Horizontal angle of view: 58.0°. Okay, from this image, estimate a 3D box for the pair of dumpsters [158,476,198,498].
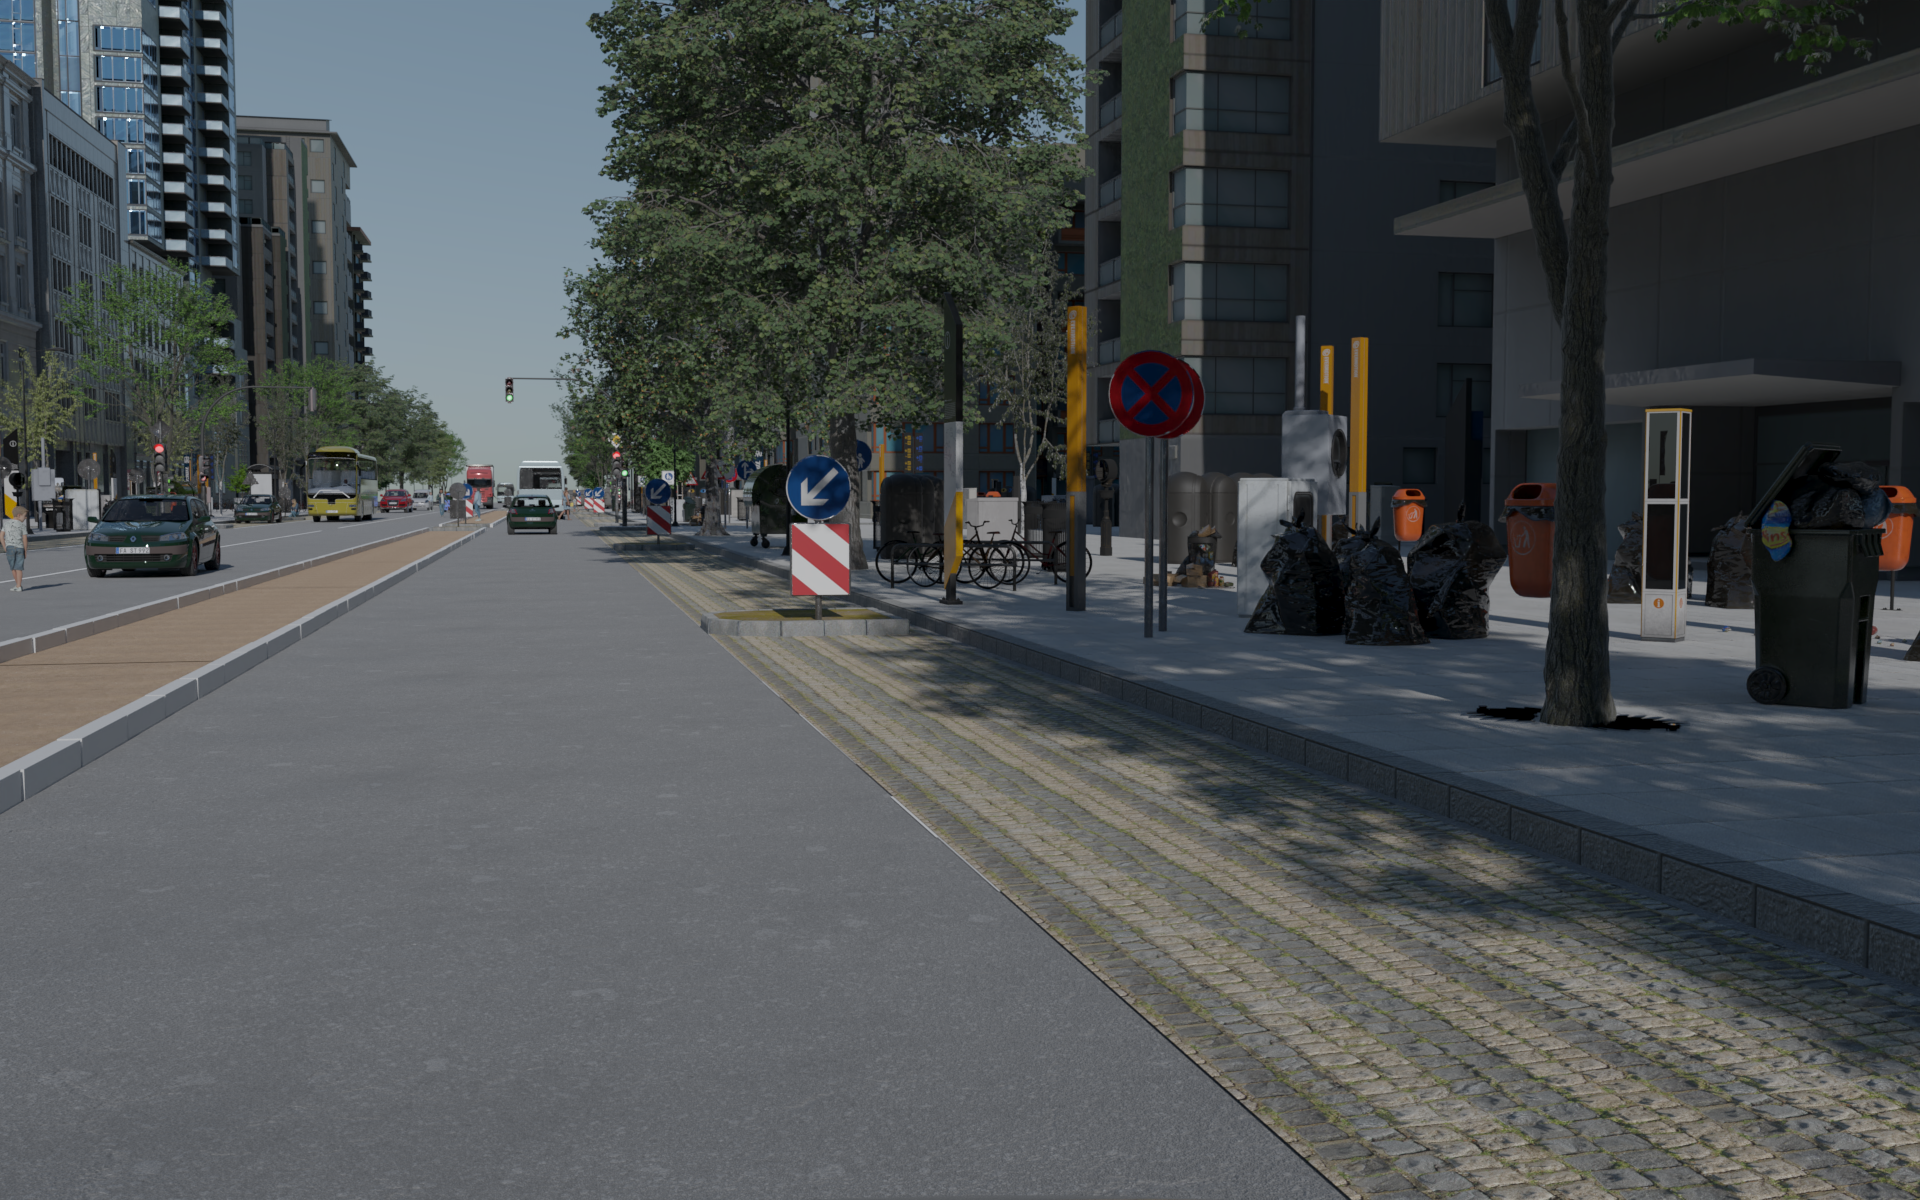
[{"bbox_3d":[-40.959,-5.396,90.713,1.574,2.255,4.437,-1,4,-13],"label":"pair of dumpsters"}]

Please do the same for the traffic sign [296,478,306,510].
[{"bbox_3d":[-53.619,-8.610,140.881,0.768,2.556,0.104,0,4,-4],"label":"traffic sign"}]

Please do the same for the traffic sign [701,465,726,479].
[{"bbox_3d":[-8.814,-3.785,61.881,0.884,2.594,0.081,0,4,-6],"label":"traffic sign"}]

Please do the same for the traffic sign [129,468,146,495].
[{"bbox_3d":[-39.552,-5.088,83.289,0.768,2.556,0.104,0,4,-7],"label":"traffic sign"}]

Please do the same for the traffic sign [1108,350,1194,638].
[{"bbox_3d":[1.688,-0.937,15.423,0.768,2.556,0.104,0,4,-6],"label":"traffic sign"}]

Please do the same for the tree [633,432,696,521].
[{"bbox_3d":[-14.131,-6.064,82.867,4.285,4.588,4.351,0,3,0],"label":"tree"}]

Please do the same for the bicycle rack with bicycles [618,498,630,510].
[{"bbox_3d":[-27.311,-7.865,141.980,2.852,0.926,2.925,-2,4,-26],"label":"bicycle rack with bicycles"}]

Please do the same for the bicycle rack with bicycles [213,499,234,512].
[{"bbox_3d":[-59.154,-7.630,138.140,2.852,0.926,2.925,1,4,15],"label":"bicycle rack with bicycles"}]

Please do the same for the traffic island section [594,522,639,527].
[{"bbox_3d":[-15.105,-3.310,76.393,2.009,0.180,2.903,-1,4,-13],"label":"traffic island section"}]

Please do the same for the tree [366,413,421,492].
[{"bbox_3d":[-61.990,-15.483,187.562,8.767,10.594,7.601,1,4,19],"label":"tree"}]

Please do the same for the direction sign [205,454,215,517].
[{"bbox_3d":[-42.412,-6.481,97.966,0.876,3.537,0.379,3,5,40],"label":"direction sign"}]

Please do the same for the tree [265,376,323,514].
[{"bbox_3d":[-42.385,-9.681,108.653,4.360,8.622,3.978,0,3,0],"label":"tree"}]

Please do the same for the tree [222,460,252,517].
[{"bbox_3d":[-40.433,-6.301,97.617,1.663,3.219,1.824,0,3,0],"label":"tree"}]

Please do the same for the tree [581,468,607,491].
[{"bbox_3d":[-45.047,-14.082,213.956,4.285,4.588,4.351,0,3,0],"label":"tree"}]

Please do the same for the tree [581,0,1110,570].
[{"bbox_3d":[-1.918,-7.488,29.082,9.857,13.997,8.962,0,3,0],"label":"tree"}]

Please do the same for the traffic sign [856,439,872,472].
[{"bbox_3d":[-2.431,-2.460,40.332,0.768,2.556,0.104,-1,4,-12],"label":"traffic sign"}]

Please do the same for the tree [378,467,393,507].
[{"bbox_3d":[-59.233,-11.728,175.464,4.285,4.588,4.351,0,3,0],"label":"tree"}]

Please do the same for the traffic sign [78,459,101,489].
[{"bbox_3d":[-31.298,-3.802,62.264,0.768,2.556,0.104,-1,4,-11],"label":"traffic sign"}]

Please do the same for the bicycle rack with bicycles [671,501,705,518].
[{"bbox_3d":[-13.945,-4.703,90.275,2.925,0.926,2.852,-2,4,-26],"label":"bicycle rack with bicycles"}]

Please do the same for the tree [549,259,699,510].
[{"bbox_3d":[-26.129,-17.241,137.772,12.611,20.169,13.585,0,3,0],"label":"tree"}]

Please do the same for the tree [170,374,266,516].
[{"bbox_3d":[-43.660,-9.269,101.906,4.360,8.622,3.978,0,3,0],"label":"tree"}]

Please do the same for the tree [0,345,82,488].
[{"bbox_3d":[-45.056,-8.216,84.687,4.737,8.622,4.395,0,3,0],"label":"tree"}]

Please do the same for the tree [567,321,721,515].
[{"bbox_3d":[-16.028,-9.635,91.941,8.767,10.594,7.601,1,4,11],"label":"tree"}]

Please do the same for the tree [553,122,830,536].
[{"bbox_3d":[-7.787,-8.342,53.399,9.611,12.733,9.660,0,3,0],"label":"tree"}]

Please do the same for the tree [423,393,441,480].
[{"bbox_3d":[-65.482,-18.089,202.408,9.857,13.997,8.962,0,3,0],"label":"tree"}]

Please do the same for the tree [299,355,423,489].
[{"bbox_3d":[-55.015,-15.377,158.072,9.857,13.997,8.962,0,3,0],"label":"tree"}]

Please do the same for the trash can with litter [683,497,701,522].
[{"bbox_3d":[-12.094,-4.106,78.521,0.624,1.170,1.055,-3,5,-45],"label":"trash can with litter"}]

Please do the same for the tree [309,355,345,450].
[{"bbox_3d":[-48.501,-12.447,129.260,9.928,11.665,9.643,0,3,0],"label":"tree"}]

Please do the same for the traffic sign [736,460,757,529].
[{"bbox_3d":[-7.903,-3.924,64.257,0.768,2.556,0.104,0,4,-6],"label":"traffic sign"}]

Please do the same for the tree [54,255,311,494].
[{"bbox_3d":[-35.335,-9.225,76.581,9.928,11.665,9.643,0,3,0],"label":"tree"}]

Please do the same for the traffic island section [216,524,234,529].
[{"bbox_3d":[-31.642,-3.071,72.499,2.009,0.180,2.903,-1,4,-13],"label":"traffic island section"}]

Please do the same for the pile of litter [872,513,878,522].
[{"bbox_3d":[-3.351,-3.992,79.233,1.176,0.858,1.719,3,5,44],"label":"pile of litter"}]

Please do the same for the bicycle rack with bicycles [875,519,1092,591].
[{"bbox_3d":[0.119,-0.660,24.168,2.925,0.926,2.852,1,4,22],"label":"bicycle rack with bicycles"}]

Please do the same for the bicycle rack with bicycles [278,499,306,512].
[{"bbox_3d":[-48.256,-6.748,123.714,2.852,0.926,2.925,-2,4,-35],"label":"bicycle rack with bicycles"}]

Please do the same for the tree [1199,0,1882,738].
[{"bbox_3d":[3.291,-5.115,9.392,9.928,11.665,9.643,0,3,0],"label":"tree"}]

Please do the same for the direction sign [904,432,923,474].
[{"bbox_3d":[-1.720,-4.397,63.882,0.876,3.537,0.379,-3,5,-40],"label":"direction sign"}]

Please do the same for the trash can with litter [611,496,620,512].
[{"bbox_3d":[-25.126,-7.052,126.694,0.624,1.170,1.055,-2,4,-30],"label":"trash can with litter"}]

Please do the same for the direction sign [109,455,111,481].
[{"bbox_3d":[-49.191,-6.643,100.609,0.379,3.537,0.876,0,4,-6],"label":"direction sign"}]

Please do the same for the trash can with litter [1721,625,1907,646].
[{"bbox_3d":[7.868,-0.288,15.763,1.678,1.210,2.233,2,4,29],"label":"trash can with litter"}]

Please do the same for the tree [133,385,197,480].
[{"bbox_3d":[-52.896,-10.094,115.405,4.737,8.622,4.395,0,3,0],"label":"tree"}]

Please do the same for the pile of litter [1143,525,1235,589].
[{"bbox_3d":[3.196,-0.626,24.202,1.176,0.858,1.719,-1,4,-8],"label":"pile of litter"}]

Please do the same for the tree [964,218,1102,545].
[{"bbox_3d":[1.578,-5.654,42.810,4.360,8.622,3.978,0,3,0],"label":"tree"}]

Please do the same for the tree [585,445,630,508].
[{"bbox_3d":[-30.342,-12.513,154.949,4.360,8.622,3.978,0,3,0],"label":"tree"}]

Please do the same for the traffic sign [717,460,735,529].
[{"bbox_3d":[-8.611,-3.877,63.491,0.768,2.556,0.104,-1,4,-9],"label":"traffic sign"}]

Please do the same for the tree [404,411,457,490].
[{"bbox_3d":[-72.900,-19.523,237.325,7.486,12.596,7.792,0,3,0],"label":"tree"}]

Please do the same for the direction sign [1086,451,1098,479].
[{"bbox_3d":[6.919,-6.076,91.341,0.876,3.537,0.379,-2,4,-32],"label":"direction sign"}]

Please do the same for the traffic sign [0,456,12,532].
[{"bbox_3d":[-32.272,-3.556,58.245,0.768,2.556,0.104,0,4,-6],"label":"traffic sign"}]

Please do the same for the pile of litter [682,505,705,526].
[{"bbox_3d":[-10.356,-3.396,69.487,1.719,0.858,1.176,-1,4,-19],"label":"pile of litter"}]

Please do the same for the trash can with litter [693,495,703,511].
[{"bbox_3d":[-14.702,-5.101,94.462,2.233,1.210,1.678,-2,4,-26],"label":"trash can with litter"}]

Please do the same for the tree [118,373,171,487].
[{"bbox_3d":[-49.091,-9.519,105.997,4.360,8.622,3.978,0,3,0],"label":"tree"}]

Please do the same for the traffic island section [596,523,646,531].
[{"bbox_3d":[-13.266,-2.834,68.621,2.009,0.180,2.903,-1,4,-13],"label":"traffic island section"}]

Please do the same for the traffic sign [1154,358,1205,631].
[{"bbox_3d":[1.897,-0.980,16.125,0.768,2.556,0.104,-1,4,-12],"label":"traffic sign"}]

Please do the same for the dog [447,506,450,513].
[{"bbox_3d":[-39.111,-6.939,132.738,0.540,0.507,0.406,1,4,10],"label":"dog"}]
